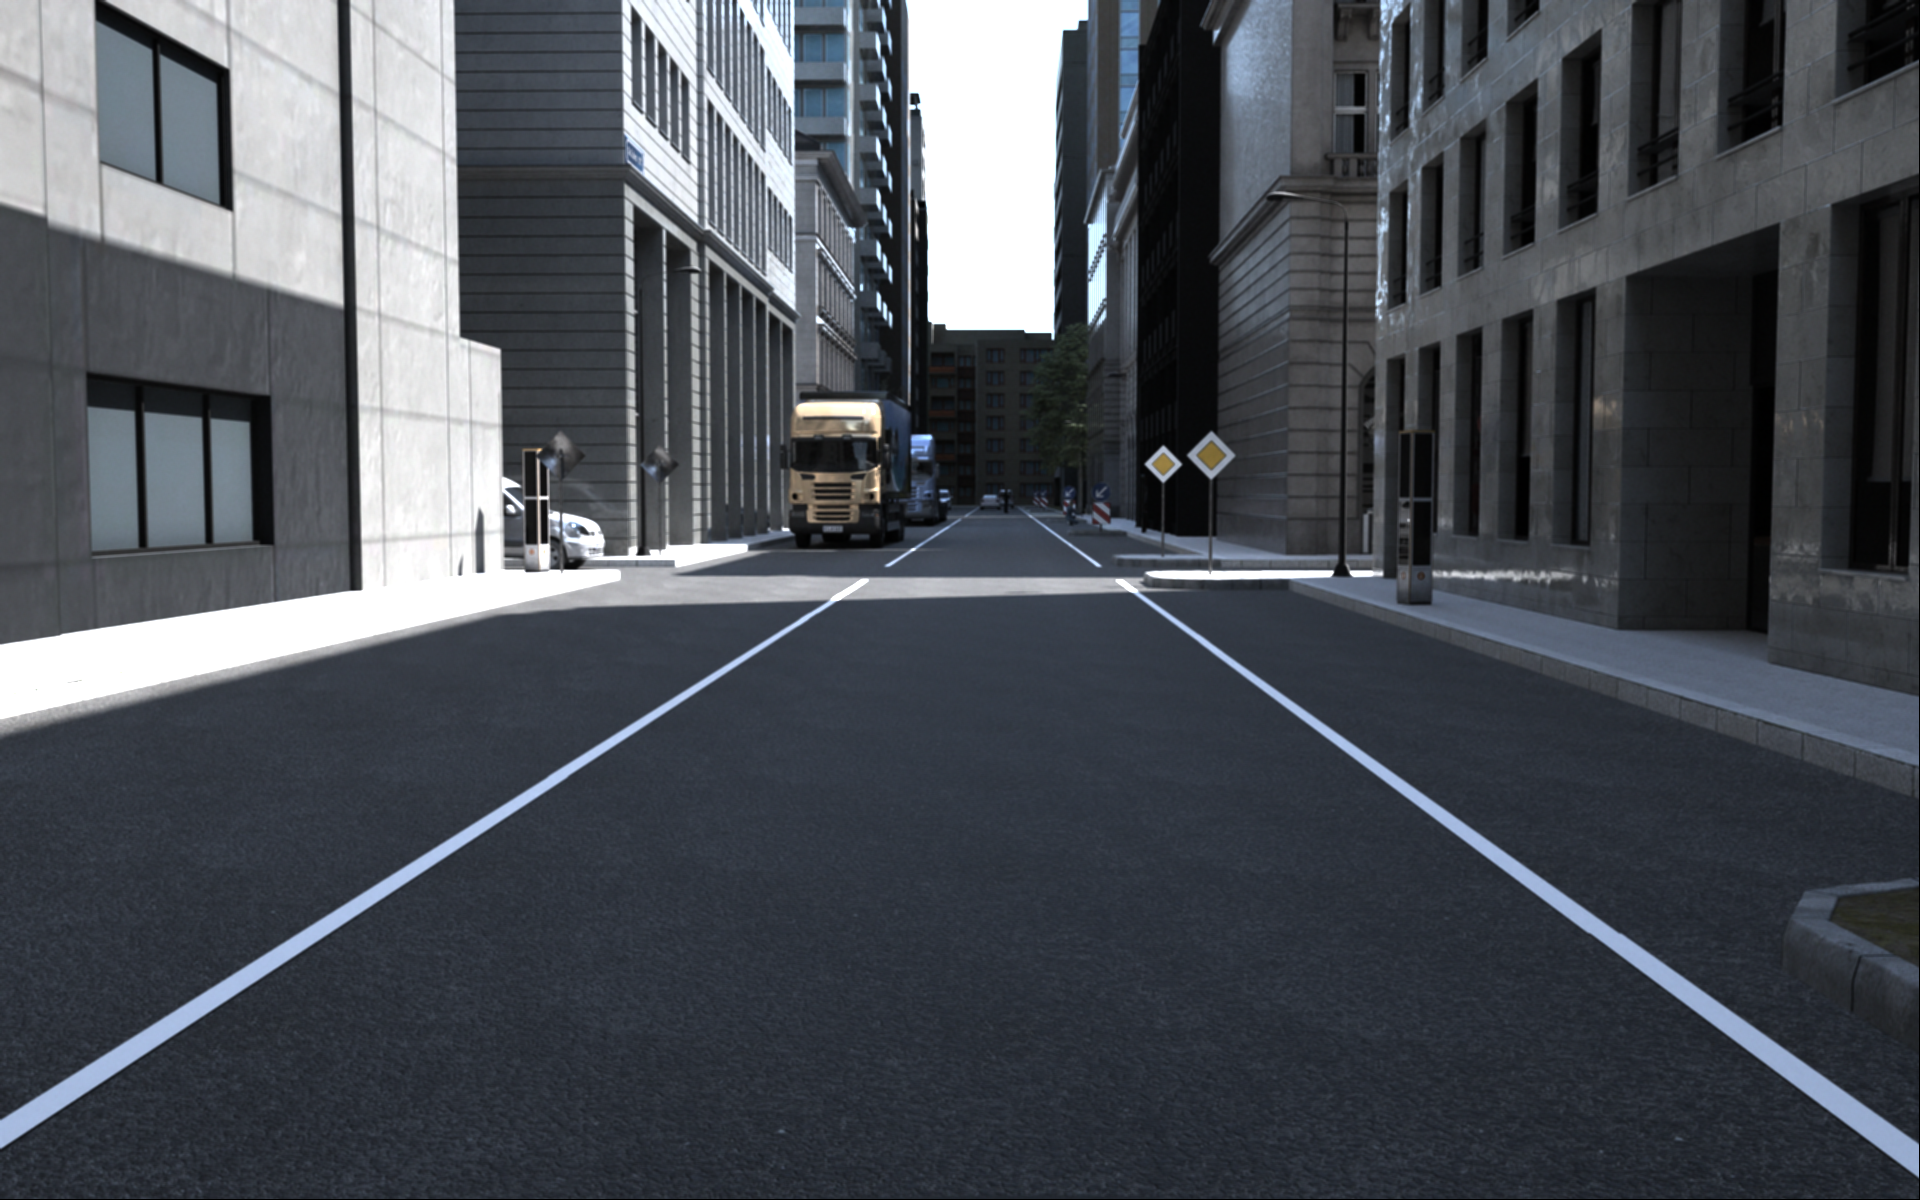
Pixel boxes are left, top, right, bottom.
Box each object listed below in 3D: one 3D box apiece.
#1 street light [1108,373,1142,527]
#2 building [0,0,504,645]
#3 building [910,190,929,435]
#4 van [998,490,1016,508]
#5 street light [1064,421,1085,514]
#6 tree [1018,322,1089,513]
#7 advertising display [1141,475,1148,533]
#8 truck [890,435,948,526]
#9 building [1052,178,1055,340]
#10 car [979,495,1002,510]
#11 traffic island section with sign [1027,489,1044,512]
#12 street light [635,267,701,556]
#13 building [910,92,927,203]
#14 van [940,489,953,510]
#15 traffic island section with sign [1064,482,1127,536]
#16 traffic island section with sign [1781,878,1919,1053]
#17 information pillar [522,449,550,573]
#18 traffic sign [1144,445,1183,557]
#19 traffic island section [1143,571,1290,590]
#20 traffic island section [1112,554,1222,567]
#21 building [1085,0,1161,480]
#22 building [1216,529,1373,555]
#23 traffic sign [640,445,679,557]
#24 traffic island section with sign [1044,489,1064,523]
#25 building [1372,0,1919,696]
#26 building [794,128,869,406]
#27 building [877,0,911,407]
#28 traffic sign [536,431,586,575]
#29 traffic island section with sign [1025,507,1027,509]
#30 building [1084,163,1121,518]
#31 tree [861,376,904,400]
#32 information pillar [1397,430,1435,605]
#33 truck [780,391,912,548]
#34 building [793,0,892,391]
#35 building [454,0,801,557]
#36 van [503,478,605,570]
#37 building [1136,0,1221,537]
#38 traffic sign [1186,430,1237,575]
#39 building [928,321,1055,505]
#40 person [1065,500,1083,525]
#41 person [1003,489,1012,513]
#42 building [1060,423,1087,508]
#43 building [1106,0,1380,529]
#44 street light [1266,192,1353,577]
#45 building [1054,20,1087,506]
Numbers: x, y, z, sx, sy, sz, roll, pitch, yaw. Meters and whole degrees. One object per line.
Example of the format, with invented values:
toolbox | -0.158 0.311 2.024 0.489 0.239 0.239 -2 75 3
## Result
street light | 6.384 -5.767 66.832 1.470 5.913 1.316 0 4 1
building | -18.278 -35.416 17.302 20.611 71.187 20.563 0 4 1
building | -10.232 -23.974 163.678 14.160 30.474 14.107 0 4 1
van | 4.572 -10.185 173.531 2.013 2.044 4.112 0 4 1
street light | 7.295 -8.427 110.323 1.470 5.913 1.316 0 4 1
tree | 7.599 -12.041 114.995 7.486 12.596 7.792 0 3 0
advertising display | 6.120 -3.199 57.511 0.123 1.923 0.974 1 4 13
truck | -2.147 -5.797 84.544 2.967 4.110 18.799 0 4 2
building | 17.930 -31.646 201.012 14.086 41.232 14.154 0 4 1
car | 2.821 -9.007 159.629 2.083 1.381 4.827 0 4 2
traffic island section with sign | 6.523 -7.873 137.347 1.989 1.847 2.006 0 4 1
street light | -6.000 -3.858 35.624 1.470 5.913 1.316 0 4 1
building | -10.467 -30.299 178.980 14.086 41.232 14.154 0 4 1
van | -1.620 -9.083 155.518 2.013 2.044 4.112 0 3 0
traffic island section with sign | 4.738 -3.141 59.976 1.989 1.847 2.006 0 4 1
traffic island section with sign | 3.463 0.239 4.726 1.989 1.847 2.006 0 4 1
information pillar | -6.941 -1.461 28.376 0.304 2.012 0.304 1 4 21
traffic sign | 4.133 -1.934 35.266 0.795 2.450 0.064 0 4 1
traffic island section | 3.972 -0.311 27.360 2.009 0.180 2.903 0 4 1
traffic island section | 4.156 -0.799 35.343 2.009 0.180 2.903 0 4 1
building | 16.411 -29.055 125.155 14.600 45.320 14.200 0 4 1
building | 18.520 -12.201 41.282 24.055 21.916 13.314 0 4 1
traffic sign | -6.158 -1.950 35.523 0.795 2.450 0.064 0 4 1
traffic island section with sign | 5.351 -4.791 86.956 1.989 1.847 2.006 0 4 1
building | 11.448 -9.984 17.991 10.420 20.320 16.860 0 4 1
building | -11.255 -14.307 84.829 10.553 20.767 40.483 0 4 1
building | -11.496 -30.456 148.068 14.600 45.320 14.200 0 4 1
traffic sign | -6.343 -1.462 27.540 0.795 2.450 0.064 0 4 1
traffic island section with sign | 7.153 -9.571 165.110 1.989 1.847 2.006 0 4 1
building | 12.549 -15.420 101.267 9.793 20.994 18.267 0 4 1
tree | -5.266 -9.699 108.938 4.360 8.622 3.978 0 3 0
information pillar | 5.292 -0.956 20.117 0.304 2.012 0.304 -1 4 -15
truck | -3.038 -3.709 49.556 2.839 4.237 11.283 0 4 3
building | -16.555 -30.958 125.779 23.786 49.044 30.456 0 4 1
building | -11.847 -16.635 49.481 11.434 29.767 29.804 0 4 1
van | -8.778 -1.560 32.515 4.112 2.044 2.013 0 4 3
building | 12.873 -14.045 59.311 12.332 23.373 15.834 0 4 1
traffic sign | 3.948 -1.446 27.283 0.795 2.450 0.064 0 4 1
building | -3.421 -22.198 207.981 28.899 21.520 27.650 0 4 1
person | 5.170 -4.013 79.610 0.738 1.151 1.012 -1 4 -15
person | 3.543 -7.539 131.781 0.705 1.821 1.348 -2 4 -28
building | 20.373 -51.050 147.343 22.319 86.520 31.000 0 4 1
building | 14.107 -14.573 80.076 13.314 21.916 24.055 0 4 1
street light | 5.410 -3.320 26.823 1.470 5.913 1.316 0 4 1
building | 20.551 -33.704 174.756 21.300 48.544 21.600 0 4 1
